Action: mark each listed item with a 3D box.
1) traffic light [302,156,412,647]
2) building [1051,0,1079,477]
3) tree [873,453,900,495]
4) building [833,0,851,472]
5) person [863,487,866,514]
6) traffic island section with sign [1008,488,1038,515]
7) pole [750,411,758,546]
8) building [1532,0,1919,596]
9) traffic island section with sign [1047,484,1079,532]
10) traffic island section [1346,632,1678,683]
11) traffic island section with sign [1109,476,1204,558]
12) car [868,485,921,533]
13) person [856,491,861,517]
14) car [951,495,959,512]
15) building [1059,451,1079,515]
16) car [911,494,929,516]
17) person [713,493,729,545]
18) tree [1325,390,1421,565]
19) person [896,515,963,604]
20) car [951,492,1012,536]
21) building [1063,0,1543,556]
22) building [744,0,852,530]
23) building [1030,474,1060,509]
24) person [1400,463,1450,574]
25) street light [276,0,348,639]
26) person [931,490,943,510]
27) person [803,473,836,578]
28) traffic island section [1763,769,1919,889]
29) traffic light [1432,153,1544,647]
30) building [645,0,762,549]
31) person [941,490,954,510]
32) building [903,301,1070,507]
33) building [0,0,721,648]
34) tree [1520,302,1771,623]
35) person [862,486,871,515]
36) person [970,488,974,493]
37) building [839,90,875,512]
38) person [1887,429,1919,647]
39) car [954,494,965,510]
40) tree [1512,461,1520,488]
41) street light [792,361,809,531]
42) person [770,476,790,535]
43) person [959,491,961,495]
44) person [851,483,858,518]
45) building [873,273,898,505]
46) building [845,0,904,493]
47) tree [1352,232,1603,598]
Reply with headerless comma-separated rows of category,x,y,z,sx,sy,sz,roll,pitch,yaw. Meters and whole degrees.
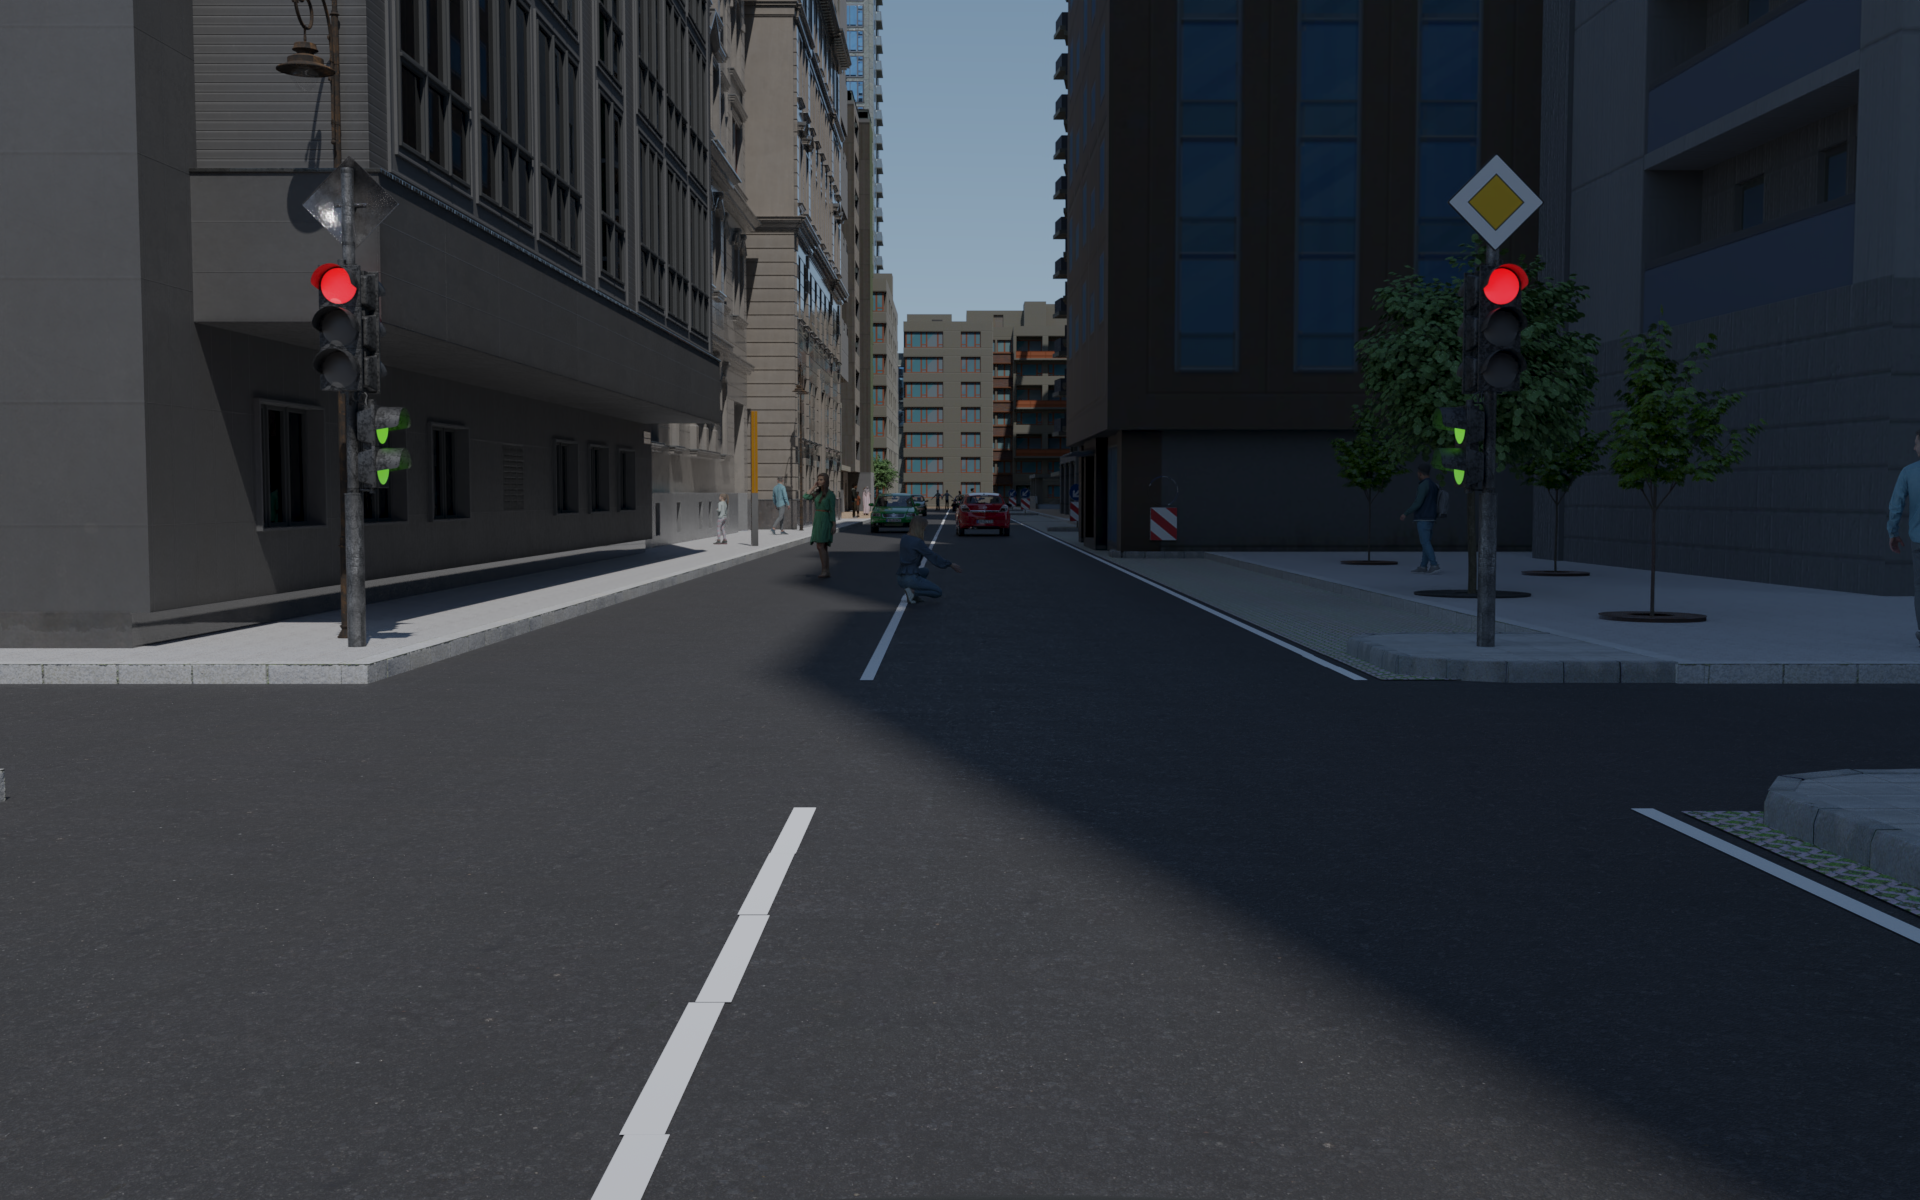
traffic light,-5.052,-1.561,14.442,0.839,4.253,0.868,0,3,0
building,18.182,-28.871,126.669,22.147,44.769,28.867,0,3,0
tree,-6.405,-9.377,137.032,4.285,4.588,4.351,0,3,0
building,-20.757,-31.402,102.665,28.713,52.752,27.495,0,3,0
person,-5.943,-6.424,111.790,0.721,1.743,1.217,0,4,-2
traffic island section with sign,4.260,-6.602,116.572,1.989,1.847,2.006,0,3,0
pole,-5.062,-2.983,42.619,0.158,3.312,0.155,0,3,0
building,25.580,-29.508,24.449,28.212,58.520,21.231,0,3,0
traffic island section with sign,4.357,-3.538,66.470,1.989,1.847,2.006,0,3,0
traffic island section,4.449,0.470,14.590,2.009,0.180,2.903,0,3,0
traffic island section with sign,4.402,-1.869,39.188,1.989,1.847,2.006,0,3,0
car,-2.465,-3.470,65.530,1.959,1.807,4.718,0,4,-1
person,-5.684,-5.290,95.787,0.557,1.426,1.065,-2,4,-27
car,0.250,-7.930,142.242,1.945,1.354,3.894,0,4,1
building,16.764,-40.538,101.043,20.563,71.187,20.611,0,3,0
car,-3.032,-6.285,112.550,2.009,1.686,4.222,0,4,1
person,-6.090,-2.065,44.078,0.394,1.301,0.425,0,4,5
tree,7.436,-2.271,31.734,1.663,3.219,1.824,0,3,0
person,-0.546,-0.549,22.980,0.738,1.151,1.012,-2,4,-33
car,0.773,-3.136,60.321,2.155,1.783,4.494,0,4,-2
building,10.111,-24.078,43.793,14.600,45.320,14.200,0,3,0
building,-11.528,-16.904,73.642,12.463,27.353,25.104,0,3,0
building,22.529,-28.215,153.197,32.217,40.220,23.993,0,3,0
person,7.486,-1.312,27.844,0.721,1.781,0.623,2,4,27
street light,-5.460,-2.598,15.272,0.468,5.910,1.993,0,3,0
person,-1.965,-8.763,151.862,1.350,1.814,0.705,3,5,39
person,-2.316,-1.271,29.521,0.600,1.795,0.529,2,4,27
traffic island section,4.464,0.959,6.605,2.009,0.180,2.903,0,3,0
traffic light,4.409,-1.563,14.476,0.839,4.253,0.868,0,3,0
building,-13.579,-16.020,49.317,14.401,28.519,23.554,0,3,0
person,-1.178,-9.225,159.314,1.348,1.826,0.705,2,4,26
building,8.760,-20.926,187.185,28.899,21.520,27.650,0,3,0
building,-12.221,-14.183,25.394,14.314,27.812,24.014,0,3,0
tree,6.992,-1.403,17.538,1.663,3.219,1.824,0,3,0
person,-5.600,-5.959,104.146,0.551,1.740,0.621,0,4,-2
person,0.904,-7.087,124.003,0.705,1.869,1.348,-1,4,-9
building,-13.564,-21.570,124.377,14.160,30.474,14.107,0,3,0
person,7.964,-0.512,14.276,0.748,1.841,0.638,-3,5,-40
car,0.565,-7.397,130.725,2.009,1.686,4.222,0,4,1
tree,9.347,-2.008,27.440,1.663,3.219,1.824,0,3,0
street light,-5.559,-5.366,60.519,0.468,5.910,1.993,0,3,0
person,-5.708,-2.969,54.447,0.748,1.841,0.638,-2,4,-34
person,-0.113,-9.012,156.559,0.721,1.735,1.217,2,4,27
person,-5.548,-5.256,91.602,0.705,1.869,1.348,0,4,-1
building,-20.382,-18.829,152.897,28.899,21.520,27.650,0,3,0
building,-21.184,-53.190,182.336,31.000,86.520,22.319,0,3,0
tree,6.543,-2.336,21.910,4.285,4.588,4.351,0,3,0
